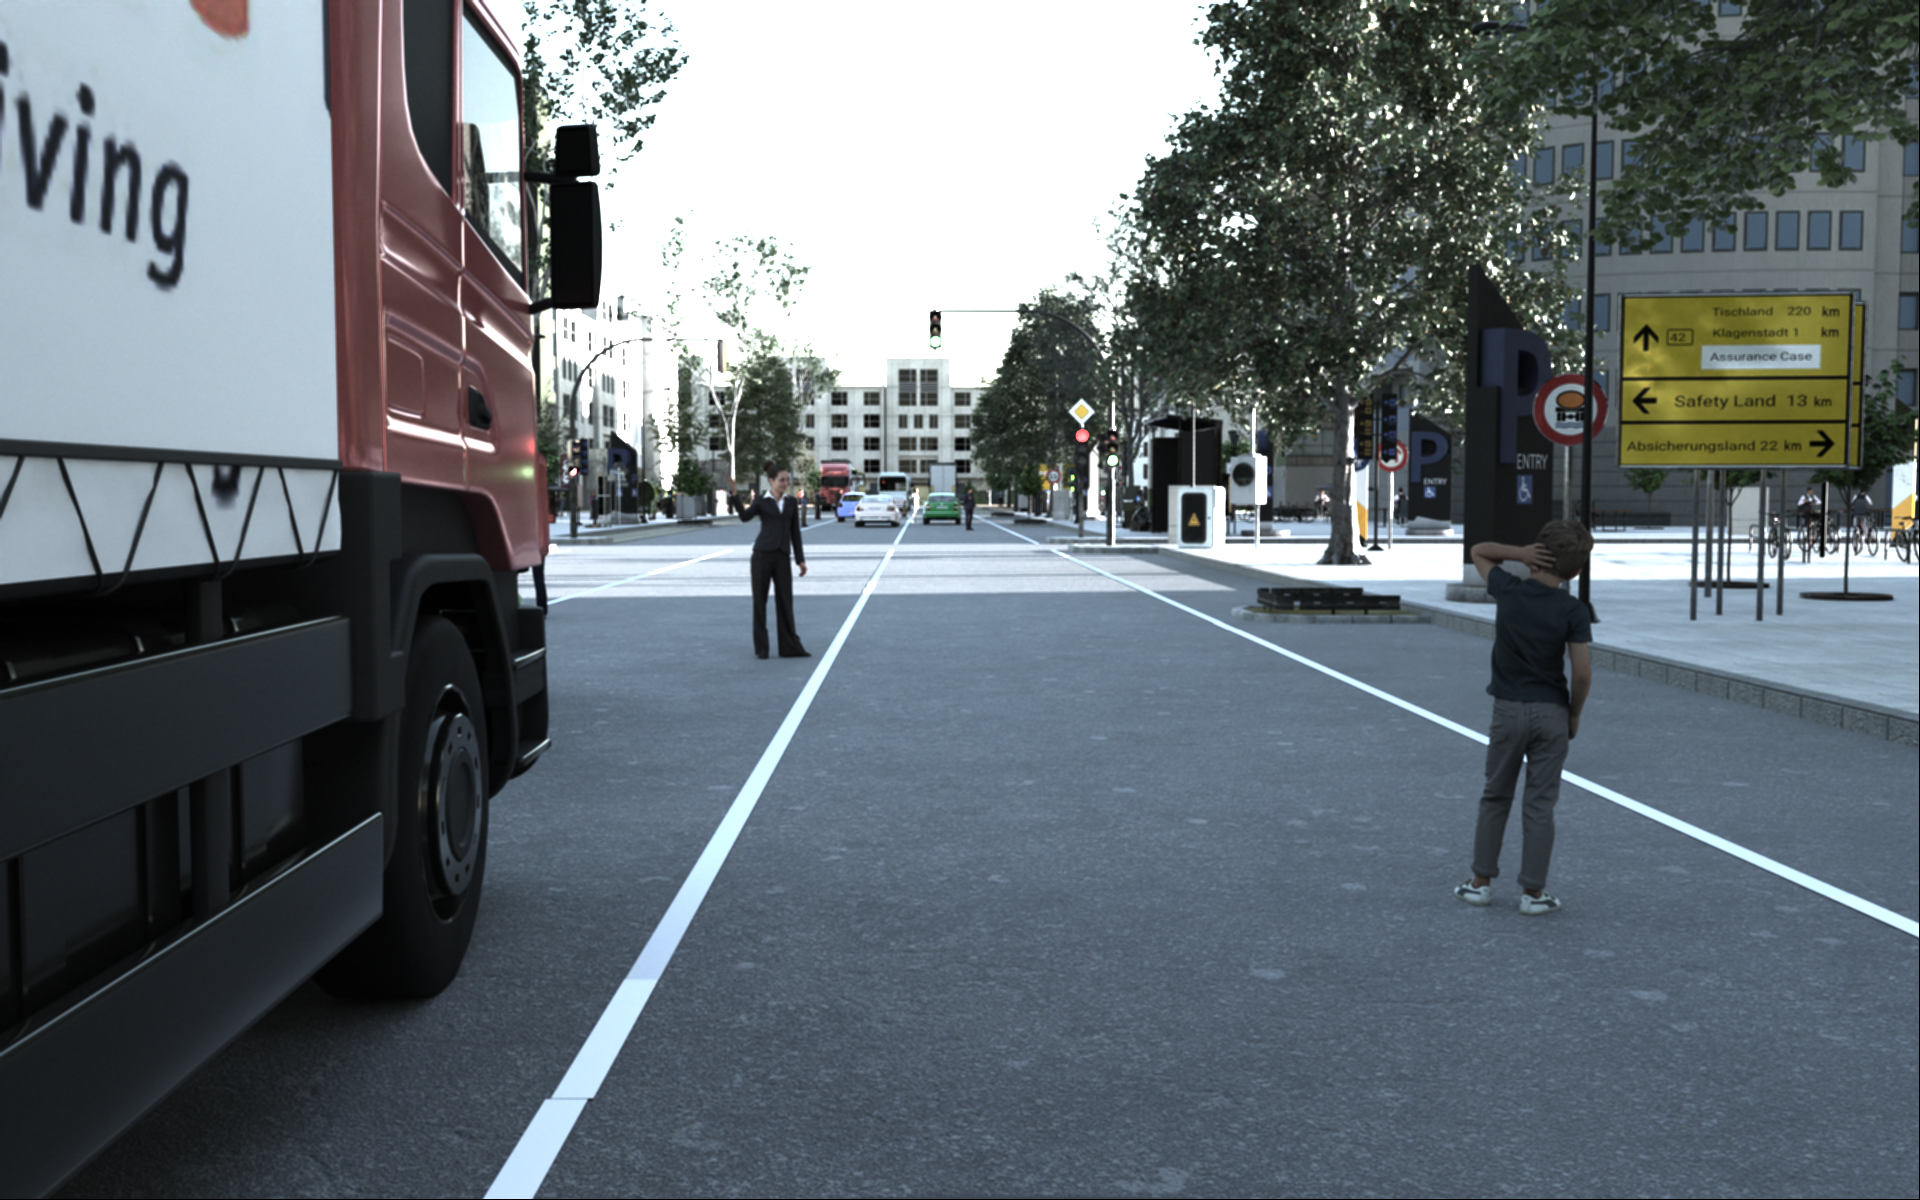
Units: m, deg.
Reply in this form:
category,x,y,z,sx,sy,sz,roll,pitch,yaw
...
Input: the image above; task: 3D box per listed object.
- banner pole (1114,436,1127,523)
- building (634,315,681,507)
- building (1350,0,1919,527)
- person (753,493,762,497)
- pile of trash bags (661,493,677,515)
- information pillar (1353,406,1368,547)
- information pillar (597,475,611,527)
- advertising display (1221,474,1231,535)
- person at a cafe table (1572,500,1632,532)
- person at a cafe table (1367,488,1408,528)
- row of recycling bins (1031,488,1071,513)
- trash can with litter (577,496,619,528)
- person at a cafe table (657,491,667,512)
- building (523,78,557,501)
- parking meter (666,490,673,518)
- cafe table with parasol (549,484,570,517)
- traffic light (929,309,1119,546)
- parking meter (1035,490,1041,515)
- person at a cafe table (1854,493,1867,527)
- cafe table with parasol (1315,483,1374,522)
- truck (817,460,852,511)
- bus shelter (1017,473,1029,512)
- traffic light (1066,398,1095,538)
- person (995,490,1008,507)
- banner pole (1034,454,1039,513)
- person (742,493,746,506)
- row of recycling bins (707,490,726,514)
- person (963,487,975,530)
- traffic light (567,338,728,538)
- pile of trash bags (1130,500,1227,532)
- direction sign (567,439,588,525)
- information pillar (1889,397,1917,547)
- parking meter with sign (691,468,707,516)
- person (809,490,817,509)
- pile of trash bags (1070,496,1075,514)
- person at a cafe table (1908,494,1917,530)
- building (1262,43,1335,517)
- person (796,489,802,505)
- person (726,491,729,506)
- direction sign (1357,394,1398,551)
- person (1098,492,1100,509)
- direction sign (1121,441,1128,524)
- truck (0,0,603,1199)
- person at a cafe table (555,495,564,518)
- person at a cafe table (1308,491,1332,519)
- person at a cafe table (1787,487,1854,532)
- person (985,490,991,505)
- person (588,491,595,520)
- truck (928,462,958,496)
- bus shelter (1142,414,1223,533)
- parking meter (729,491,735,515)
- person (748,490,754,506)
category,x,y,z,sx,sy,sz,roll,pitch,yaw
banner pole,7.033,-5.296,76.607,0.401,3.779,0.863,-2,4,-29
building,-46.200,-19.127,179.183,31.486,18.905,16.747,0,4,-1
building,33.317,-32.694,76.540,28.212,58.520,21.231,0,4,-1
person,-20.193,-10.197,173.499,1.217,1.736,0.721,0,4,5
pile of trash bags,-17.818,-6.064,108.905,1.912,1.369,3.447,-1,4,-10
information pillar,9.617,-3.086,41.806,0.504,3.616,0.183,1,4,17
information pillar,-14.086,-3.901,68.270,0.304,2.012,0.304,1,4,13
advertising display,8.183,-3.041,54.936,0.123,1.923,0.974,-3,5,-43
person at a cafe table,22.060,-2.991,59.771,1.726,1.238,1.698,3,4,36
person at a cafe table,16.890,-3.577,66.991,1.698,1.524,1.622,-1,4,-13
row of recycling bins,6.114,-6.722,117.023,3.534,1.692,1.069,-3,4,-36
trash can with litter,-13.898,-3.405,66.725,1.678,1.210,2.233,0,4,-4
person at a cafe table,-21.279,-6.938,121.951,1.698,1.524,1.622,2,4,28
building,-35.454,-20.995,114.977,14.160,30.474,14.107,0,4,-1
parking meter,-15.324,-5.074,91.375,0.372,1.533,0.369,0,3,0
cafe table with parasol,-23.212,-5.736,98.645,2.610,1.966,2.610,3,5,40
traffic light,1.616,-4.160,42.691,4.771,5.953,1.251,0,4,-1
parking meter,4.768,-6.138,106.061,0.399,1.863,0.255,-1,4,-11
person at a cafe table,34.321,-3.500,65.745,1.698,1.524,1.622,3,4,38
cafe table with parasol,16.419,-4.225,73.946,2.610,1.966,2.610,0,4,1
truck,-10.440,-9.606,145.966,2.839,4.237,11.283,0,4,-3
bus shelter,4.926,-7.830,121.942,2.014,3.302,5.546,0,4,-1
traffic light,3.543,-3.788,50.858,0.839,4.253,0.868,0,4,-1
person,4.120,-10.276,174.038,1.348,1.826,0.705,1,4,22
banner pole,4.529,-7.027,104.913,0.863,3.779,0.401,-1,4,-17
person,-21.060,-9.764,168.914,0.421,1.427,0.697,0,4,6
row of recycling bins,-15.726,-6.390,111.590,1.069,1.692,3.534,0,4,0
person,0.358,-3.627,68.724,0.541,1.710,0.530,-2,4,-28
traffic light,-9.185,-4.645,50.619,4.771,5.953,1.251,0,4,-1
pile of trash bags,7.674,-3.046,59.558,3.447,1.369,1.912,-1,4,-17
direction sign,-15.623,-4.823,70.855,0.876,3.537,0.379,-2,4,-35
information pillar,22.723,-3.080,41.708,0.183,3.616,0.504,-3,5,-42
parking meter with sign,-15.358,-6.453,101.762,0.543,3.016,1.738,-2,4,-29
person,-13.864,-9.595,165.380,1.348,1.824,0.705,3,5,44
pile of trash bags,7.469,-6.157,110.421,3.447,1.369,1.912,-3,5,-44
person at a cafe table,33.150,-3.214,61.068,1.622,1.524,1.698,1,4,16
building,25.428,-25.747,104.563,14.154,41.232,14.086,0,4,-1
person,-18.105,-11.596,195.582,0.705,1.831,1.348,2,4,34
person,-25.734,-11.439,192.941,0.709,1.838,0.599,1,4,14
direction sign,9.425,-2.885,39.174,0.876,3.537,0.379,0,4,3
person,12.110,-8.944,152.268,1.348,1.826,0.705,3,4,37
direction sign,7.075,-5.023,74.117,0.379,3.537,0.876,0,4,-7
truck,-2.461,-0.768,1.469,2.839,4.237,11.283,0,4,-3
person at a cafe table,-22.491,-5.120,94.577,1.726,1.238,1.698,1,4,10
person at a cafe table,19.196,-5.059,91.226,1.698,1.524,1.622,-1,4,-17
person at a cafe table,29.441,-3.133,59.733,1.698,1.524,1.622,0,4,-1
person,3.255,-11.787,199.211,0.683,1.767,0.568,-1,4,-9
person,-18.224,-4.662,85.497,0.726,1.434,0.776,1,4,22
truck,-1.565,-10.407,159.067,2.839,4.237,11.283,0,4,-1
bus shelter,6.901,-3.844,54.127,1.731,3.624,6.357,0,4,-1
parking meter,-14.249,-6.102,108.177,0.372,1.533,0.369,0,3,0
person,-22.628,-11.102,188.113,0.990,1.755,0.434,-3,5,-39
